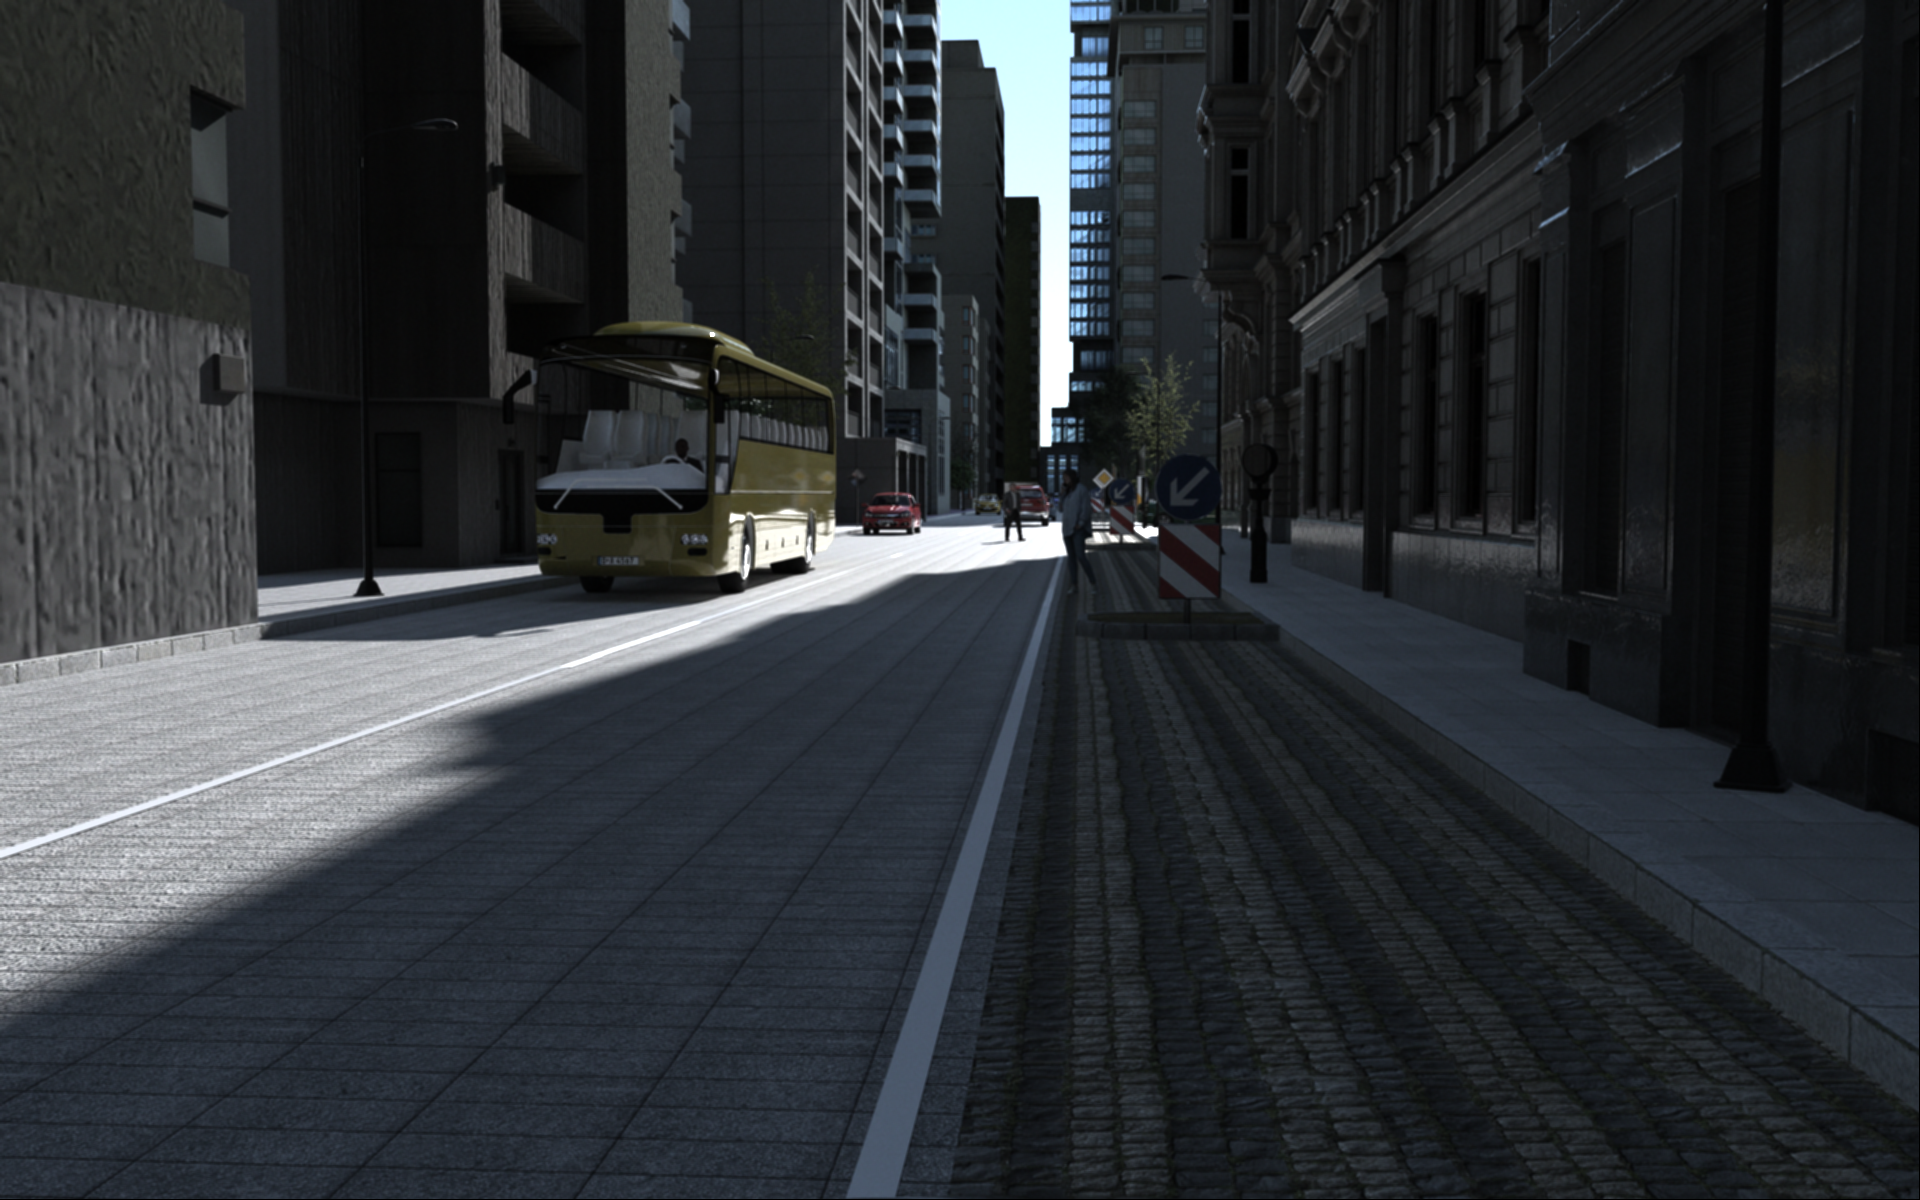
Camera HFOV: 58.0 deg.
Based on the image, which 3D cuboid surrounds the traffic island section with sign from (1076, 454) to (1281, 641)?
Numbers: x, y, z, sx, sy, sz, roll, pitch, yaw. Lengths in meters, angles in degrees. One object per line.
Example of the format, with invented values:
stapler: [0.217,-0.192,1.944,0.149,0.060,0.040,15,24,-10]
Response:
traffic island section with sign: [2.194,-0.561,17.797,1.989,1.847,2.006,0,4,4]

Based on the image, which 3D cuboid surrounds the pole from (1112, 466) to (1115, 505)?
pole: [11.159,-8.072,125.821,0.158,3.312,0.155,0,3,0]

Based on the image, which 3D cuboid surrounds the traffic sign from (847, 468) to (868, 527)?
traffic sign: [-3.979,-3.890,67.242,0.795,2.450,0.064,0,4,4]

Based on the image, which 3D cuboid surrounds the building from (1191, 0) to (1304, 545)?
building: [13.882,-14.016,48.241,14.460,24.649,34.723,0,4,4]

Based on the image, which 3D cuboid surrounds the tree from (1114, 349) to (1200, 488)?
tree: [10.284,-8.476,88.950,4.360,8.622,3.978,0,3,0]

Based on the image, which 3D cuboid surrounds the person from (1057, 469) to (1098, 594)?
person: [1.692,-0.978,24.755,0.793,1.790,0.793,1,4,22]

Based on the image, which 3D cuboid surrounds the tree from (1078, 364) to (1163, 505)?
tree: [14.019,-14.233,150.833,7.486,12.596,7.792,0,3,0]

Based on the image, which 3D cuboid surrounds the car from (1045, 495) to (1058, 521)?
car: [4.331,-4.997,93.696,2.014,1.417,4.499,0,4,3]

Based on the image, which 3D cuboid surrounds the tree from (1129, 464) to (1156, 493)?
tree: [11.835,-7.067,110.150,1.663,3.219,1.824,0,3,0]

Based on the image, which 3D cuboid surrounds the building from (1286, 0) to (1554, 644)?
building: [10.034,-9.581,21.275,10.561,19.102,19.286,0,4,4]

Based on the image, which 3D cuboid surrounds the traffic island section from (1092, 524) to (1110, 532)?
traffic island section: [5.565,-2.713,66.640,2.009,0.180,2.903,0,4,4]

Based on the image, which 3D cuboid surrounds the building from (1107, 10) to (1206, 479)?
building: [30.415,-36.631,188.160,28.713,52.752,27.495,0,4,4]

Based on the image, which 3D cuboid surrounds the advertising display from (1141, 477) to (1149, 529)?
advertising display: [6.877,-3.614,64.304,0.123,1.923,0.974,1,4,16]

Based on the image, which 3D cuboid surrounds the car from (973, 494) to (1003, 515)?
car: [1.956,-6.675,119.359,2.015,1.641,3.980,0,4,3]

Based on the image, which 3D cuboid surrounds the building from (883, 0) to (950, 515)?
building: [-11.453,-49.396,120.291,22.319,86.520,31.000,0,4,4]

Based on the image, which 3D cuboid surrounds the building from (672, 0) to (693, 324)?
building: [-25.196,-26.808,57.921,30.456,49.044,23.786,0,4,4]

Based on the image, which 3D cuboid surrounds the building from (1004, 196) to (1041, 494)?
building: [4.198,-34.049,240.295,14.086,41.232,14.154,0,4,4]

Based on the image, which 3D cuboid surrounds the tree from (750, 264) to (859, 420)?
tree: [-5.342,-6.478,56.275,4.737,8.622,4.395,0,3,0]

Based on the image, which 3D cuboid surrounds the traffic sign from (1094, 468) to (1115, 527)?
traffic sign: [5.541,-3.848,66.565,0.795,2.450,0.064,0,4,4]

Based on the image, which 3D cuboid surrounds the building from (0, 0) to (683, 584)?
building: [-13.768,-15.942,32.353,14.160,30.474,14.107,0,4,4]

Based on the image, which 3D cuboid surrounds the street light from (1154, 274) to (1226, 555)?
street light: [4.945,-3.926,36.732,1.470,5.913,1.316,0,4,4]

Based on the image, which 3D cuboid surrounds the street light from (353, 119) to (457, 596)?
street light: [-6.928,-3.004,21.660,1.470,5.913,1.316,0,4,4]

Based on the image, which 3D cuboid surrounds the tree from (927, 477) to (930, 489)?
tree: [-2.501,-6.477,100.501,1.663,3.219,1.824,0,3,0]

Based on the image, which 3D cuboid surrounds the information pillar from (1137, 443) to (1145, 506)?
information pillar: [8.367,-5.420,79.964,0.504,3.616,0.183,-3,5,-41]

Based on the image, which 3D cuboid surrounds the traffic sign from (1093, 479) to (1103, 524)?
traffic sign: [6.093,-4.336,74.531,0.795,2.450,0.064,0,4,4]

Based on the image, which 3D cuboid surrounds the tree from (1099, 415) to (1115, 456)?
tree: [13.243,-11.500,138.394,4.360,8.622,3.978,0,3,0]

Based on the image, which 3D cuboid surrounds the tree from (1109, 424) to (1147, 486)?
tree: [15.265,-12.759,158.969,4.737,8.622,4.395,0,3,0]

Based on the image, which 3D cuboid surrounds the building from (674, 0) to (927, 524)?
building: [-12.219,-39.477,83.708,20.563,71.187,20.611,0,4,4]

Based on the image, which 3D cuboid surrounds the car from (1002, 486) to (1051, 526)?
car: [3.024,-4.299,78.954,2.281,1.827,5.304,0,4,2]

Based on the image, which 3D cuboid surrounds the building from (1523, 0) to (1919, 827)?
building: [8.092,-9.383,2.566,9.793,20.994,18.267,0,4,4]

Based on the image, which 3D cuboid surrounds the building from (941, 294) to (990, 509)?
building: [-11.697,-19.611,165.674,27.650,21.520,28.899,0,4,4]

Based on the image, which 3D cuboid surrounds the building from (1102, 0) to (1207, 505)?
building: [27.981,-47.336,212.193,20.563,71.187,20.611,0,4,4]

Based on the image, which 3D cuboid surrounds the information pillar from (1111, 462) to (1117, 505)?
information pillar: [11.399,-8.381,128.389,0.504,3.616,0.183,-2,4,-35]

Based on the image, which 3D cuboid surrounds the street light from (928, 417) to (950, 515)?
street light: [-1.274,-8.080,104.649,1.470,5.913,1.316,0,4,4]

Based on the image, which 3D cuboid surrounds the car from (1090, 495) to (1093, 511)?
car: [9.924,-7.382,132.695,2.014,1.417,4.499,0,4,3]

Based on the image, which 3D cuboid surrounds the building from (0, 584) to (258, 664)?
building: [-14.439,-14.569,9.910,14.160,30.474,14.107,0,4,4]

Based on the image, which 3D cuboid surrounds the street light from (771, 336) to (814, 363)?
street light: [-4.990,-4.794,50.926,1.470,5.913,1.316,0,4,4]

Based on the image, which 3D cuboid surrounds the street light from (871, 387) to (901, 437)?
street light: [-3.261,-6.267,75.015,1.470,5.913,1.316,0,4,4]

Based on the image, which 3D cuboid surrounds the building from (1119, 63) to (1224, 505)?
building: [22.587,-29.643,168.251,14.154,41.232,14.086,0,4,4]

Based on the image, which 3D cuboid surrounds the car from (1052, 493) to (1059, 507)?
car: [9.375,-9.360,162.620,1.945,1.707,3.694,0,4,3]

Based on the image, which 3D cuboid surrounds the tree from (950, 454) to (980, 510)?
tree: [-0.057,-9.651,141.506,4.285,4.588,4.351,0,3,0]

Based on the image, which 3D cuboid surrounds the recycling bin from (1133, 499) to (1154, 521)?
recycling bin: [8.624,-4.213,81.443,0.722,1.027,0.722,-3,5,-39]

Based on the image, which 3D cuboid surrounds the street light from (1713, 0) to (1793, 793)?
street light: [2.943,-2.136,7.471,1.470,5.913,1.316,0,4,4]

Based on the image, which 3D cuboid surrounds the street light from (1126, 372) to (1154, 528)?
street light: [7.012,-5.719,66.046,1.470,5.913,1.316,0,4,4]

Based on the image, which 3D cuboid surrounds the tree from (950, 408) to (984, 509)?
tree: [0.075,-12.029,147.030,4.360,8.622,3.978,0,3,0]

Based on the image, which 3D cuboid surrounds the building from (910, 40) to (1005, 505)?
building: [-6.235,-34.646,190.166,21.300,48.544,21.600,0,4,4]

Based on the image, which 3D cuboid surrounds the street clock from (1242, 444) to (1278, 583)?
street clock: [4.325,-1.251,25.026,0.471,2.002,0.358,2,4,35]

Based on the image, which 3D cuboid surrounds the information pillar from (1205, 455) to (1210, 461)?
information pillar: [14.860,-6.892,104.039,0.183,3.616,0.504,-2,4,-25]

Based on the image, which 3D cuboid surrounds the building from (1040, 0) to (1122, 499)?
building: [26.973,-56.809,241.492,31.000,86.520,22.319,0,4,4]

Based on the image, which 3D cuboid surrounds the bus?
bus: [-4.101,-2.256,28.431,2.896,3.916,12.252,0,4,4]

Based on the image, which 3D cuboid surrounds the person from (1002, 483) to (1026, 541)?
person: [1.641,-2.659,52.379,0.661,1.777,0.834,-2,4,-35]

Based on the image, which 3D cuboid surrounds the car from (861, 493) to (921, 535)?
car: [-2.438,-3.272,62.536,2.155,1.783,4.494,0,4,4]

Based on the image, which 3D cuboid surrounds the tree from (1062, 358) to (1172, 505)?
tree: [11.154,-11.290,119.006,7.601,10.594,8.767,2,4,33]

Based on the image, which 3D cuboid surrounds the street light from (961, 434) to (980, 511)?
street light: [0.814,-9.889,134.218,1.470,5.913,1.316,0,4,4]

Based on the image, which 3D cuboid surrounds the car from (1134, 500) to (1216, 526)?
car: [9.518,-3.557,69.948,4.920,1.459,2.131,0,4,2]

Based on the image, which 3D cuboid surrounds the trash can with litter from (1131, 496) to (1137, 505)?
trash can with litter: [10.419,-5.498,101.282,0.624,1.170,1.055,-1,4,-18]
